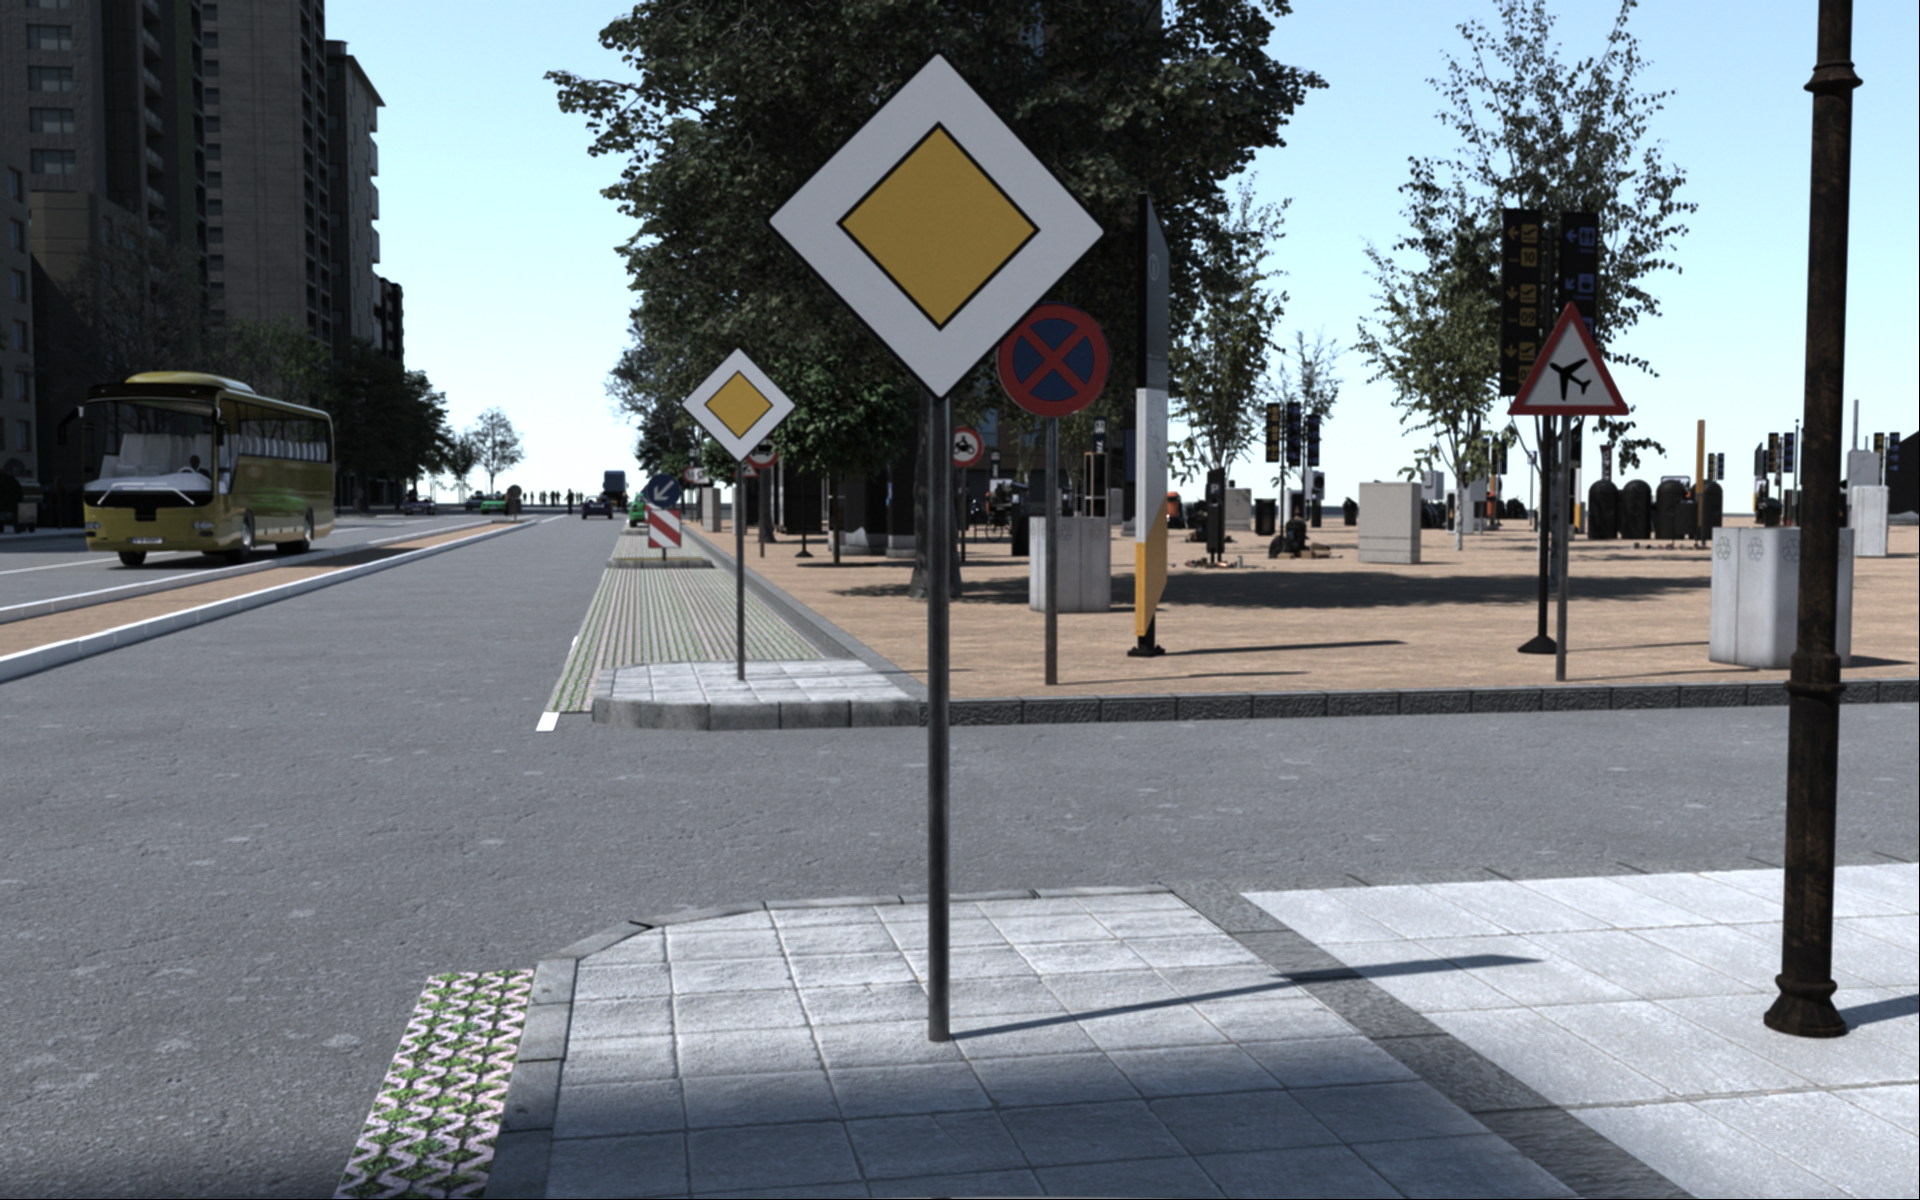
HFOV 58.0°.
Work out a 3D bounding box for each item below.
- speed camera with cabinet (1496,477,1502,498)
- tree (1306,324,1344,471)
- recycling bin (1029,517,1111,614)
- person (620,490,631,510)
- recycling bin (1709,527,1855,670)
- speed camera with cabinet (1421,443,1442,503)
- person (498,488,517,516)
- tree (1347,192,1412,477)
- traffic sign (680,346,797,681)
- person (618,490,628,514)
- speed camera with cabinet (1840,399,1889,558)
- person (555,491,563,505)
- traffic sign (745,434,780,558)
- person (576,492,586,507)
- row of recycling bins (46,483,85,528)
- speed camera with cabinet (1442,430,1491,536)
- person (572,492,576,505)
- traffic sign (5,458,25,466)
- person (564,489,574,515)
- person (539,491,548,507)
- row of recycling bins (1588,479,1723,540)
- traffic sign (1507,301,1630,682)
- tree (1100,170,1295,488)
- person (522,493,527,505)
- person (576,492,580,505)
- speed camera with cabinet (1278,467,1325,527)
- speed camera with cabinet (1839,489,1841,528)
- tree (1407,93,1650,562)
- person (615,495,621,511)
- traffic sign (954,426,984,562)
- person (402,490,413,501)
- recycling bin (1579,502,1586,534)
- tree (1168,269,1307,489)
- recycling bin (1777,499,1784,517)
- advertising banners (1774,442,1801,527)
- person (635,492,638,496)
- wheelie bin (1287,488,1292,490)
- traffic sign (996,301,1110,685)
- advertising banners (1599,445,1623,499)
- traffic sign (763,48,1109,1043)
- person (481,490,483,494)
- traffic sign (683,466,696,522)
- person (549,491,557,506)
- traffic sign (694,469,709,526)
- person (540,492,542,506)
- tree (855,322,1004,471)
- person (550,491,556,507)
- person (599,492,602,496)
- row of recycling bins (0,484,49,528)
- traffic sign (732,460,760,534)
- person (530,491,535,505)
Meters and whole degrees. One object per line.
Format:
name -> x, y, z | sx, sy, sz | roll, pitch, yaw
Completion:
speed camera with cabinet -> 28.252, -5.967, 91.894 | 0.660, 3.252, 2.038 | 2, 4, 30
tree -> 14.706, -7.610, 74.785 | 4.360, 8.622, 3.978 | 0, 3, 0
recycling bin -> 1.199, -0.390, 18.923 | 0.722, 1.027, 0.722 | -1, 4, -16
person -> -30.244, -8.997, 155.623 | 1.348, 1.821, 0.705 | -2, 4, -25
recycling bin -> 6.156, -0.027, 12.997 | 0.722, 1.027, 0.722 | -1, 4, -12
speed camera with cabinet -> 18.813, -4.431, 66.777 | 0.660, 3.252, 2.038 | -3, 5, -39
person -> -29.537, -6.401, 113.250 | 1.348, 1.812, 0.705 | 0, 4, 5
tree -> 11.130, -5.423, 39.033 | 4.737, 8.622, 4.395 | 0, 3, 0
traffic sign -> -1.510, -0.503, 11.861 | 0.795, 2.450, 0.064 | -1, 4, -10
person -> -24.115, -7.014, 123.976 | 0.445, 1.727, 0.742 | 3, 4, 38
speed camera with cabinet -> 18.636, -2.521, 35.551 | 0.660, 3.252, 2.038 | 1, 4, 21
person -> -50.973, -12.929, 219.514 | 1.348, 1.869, 0.705 | 0, 4, -4
traffic sign -> -4.000, -2.132, 34.966 | 0.768, 2.556, 0.104 | -1, 4, -9
person -> -42.932, -11.438, 196.338 | 1.217, 1.723, 0.721 | -1, 4, -23
row of recycling bins -> -34.302, -3.783, 68.967 | 1.069, 1.692, 3.534 | 2, 4, 25
speed camera with cabinet -> 15.836, -3.658, 54.149 | 0.660, 3.252, 2.038 | 0, 4, -3
person -> -49.221, -12.892, 220.001 | 1.217, 1.736, 0.721 | 0, 4, 5
traffic sign -> -33.442, -3.742, 61.288 | 0.768, 2.556, 0.104 | 0, 4, -1
person -> -27.371, -6.902, 121.365 | 0.705, 1.821, 1.348 | -3, 5, -40
person -> -45.370, -11.034, 188.903 | 1.348, 1.824, 0.705 | 2, 4, 28
row of recycling bins -> 19.645, -2.561, 48.986 | 3.534, 1.692, 1.069 | 1, 4, 18
traffic sign -> 4.118, -0.721, 11.799 | 0.884, 2.594, 0.081 | -1, 4, -9
tree -> 5.849, -5.480, 39.952 | 4.737, 8.622, 4.395 | 0, 3, 0
person -> -54.993, -12.761, 218.617 | 0.593, 1.643, 0.415 | -3, 4, -39
person -> -52.503, -13.992, 238.048 | 0.721, 1.735, 1.217 | 1, 4, 10
speed camera with cabinet -> 13.322, -4.474, 67.479 | 2.038, 3.252, 0.660 | -3, 4, -37
speed camera with cabinet -> 30.009, -3.919, 58.407 | 2.038, 3.252, 0.660 | 0, 4, -8
tree -> 10.967, -5.033, 32.650 | 4.737, 8.622, 4.395 | 0, 3, 0
person -> -28.599, -8.162, 145.210 | 1.065, 1.426, 0.557 | 3, 5, 40
traffic sign -> 0.061, -1.984, 32.552 | 0.768, 2.556, 0.104 | 0, 4, -4
person -> -40.907, -7.327, 128.811 | 1.217, 1.766, 0.721 | -3, 5, -42
recycling bin -> 19.860, -2.668, 56.169 | 0.722, 1.027, 0.722 | 1, 4, 13
tree -> 8.567, -6.539, 57.277 | 4.360, 8.622, 3.978 | 0, 3, 0
recycling bin -> 40.313, -4.447, 85.267 | 0.722, 1.027, 0.722 | 3, 4, 37
advertising banners -> 28.262, -3.842, 59.011 | 2.074, 3.025, 0.090 | -2, 4, -34
person -> -44.202, -13.952, 237.328 | 0.721, 1.736, 1.217 | 1, 4, 15
wheelie bin -> 16.125, -4.715, 85.005 | 0.693, 1.594, 0.980 | 2, 4, 25
traffic sign -> 0.613, -0.701, 11.568 | 0.768, 2.556, 0.104 | 0, 4, -7
advertising banners -> 23.561, -3.995, 61.500 | 2.074, 3.025, 0.090 | -1, 4, -15
traffic sign -> -0.053, -0.022, 4.009 | 0.795, 2.450, 0.064 | -1, 4, -10
person -> -53.231, -11.288, 192.924 | 0.709, 1.838, 0.599 | 1, 4, 15
traffic sign -> -12.260, -4.833, 79.127 | 0.768, 2.556, 0.104 | 0, 4, -6
person -> -49.413, -12.330, 210.038 | 0.705, 1.831, 1.348 | 2, 4, 34
traffic sign -> -10.232, -4.071, 68.695 | 0.606, 2.300, 0.079 | 0, 4, -5
person -> -51.367, -12.392, 211.904 | 0.721, 1.735, 1.217 | -1, 4, -18
tree -> -0.777, -6.426, 55.430 | 4.360, 8.622, 3.978 | 0, 3, 0
person -> -46.033, -11.418, 195.898 | 0.721, 1.743, 1.217 | 1, 4, 19
person -> -45.746, -12.914, 220.566 | 0.530, 1.710, 0.541 | 0, 4, -8
row of recycling bins -> -39.101, -3.923, 71.254 | 3.534, 1.692, 1.069 | 2, 4, 33
traffic sign -> -6.812, -3.366, 55.045 | 0.884, 2.594, 0.081 | 0, 4, -6
person -> -55.917, -13.335, 226.470 | 0.705, 1.831, 1.348 | 0, 4, 6
